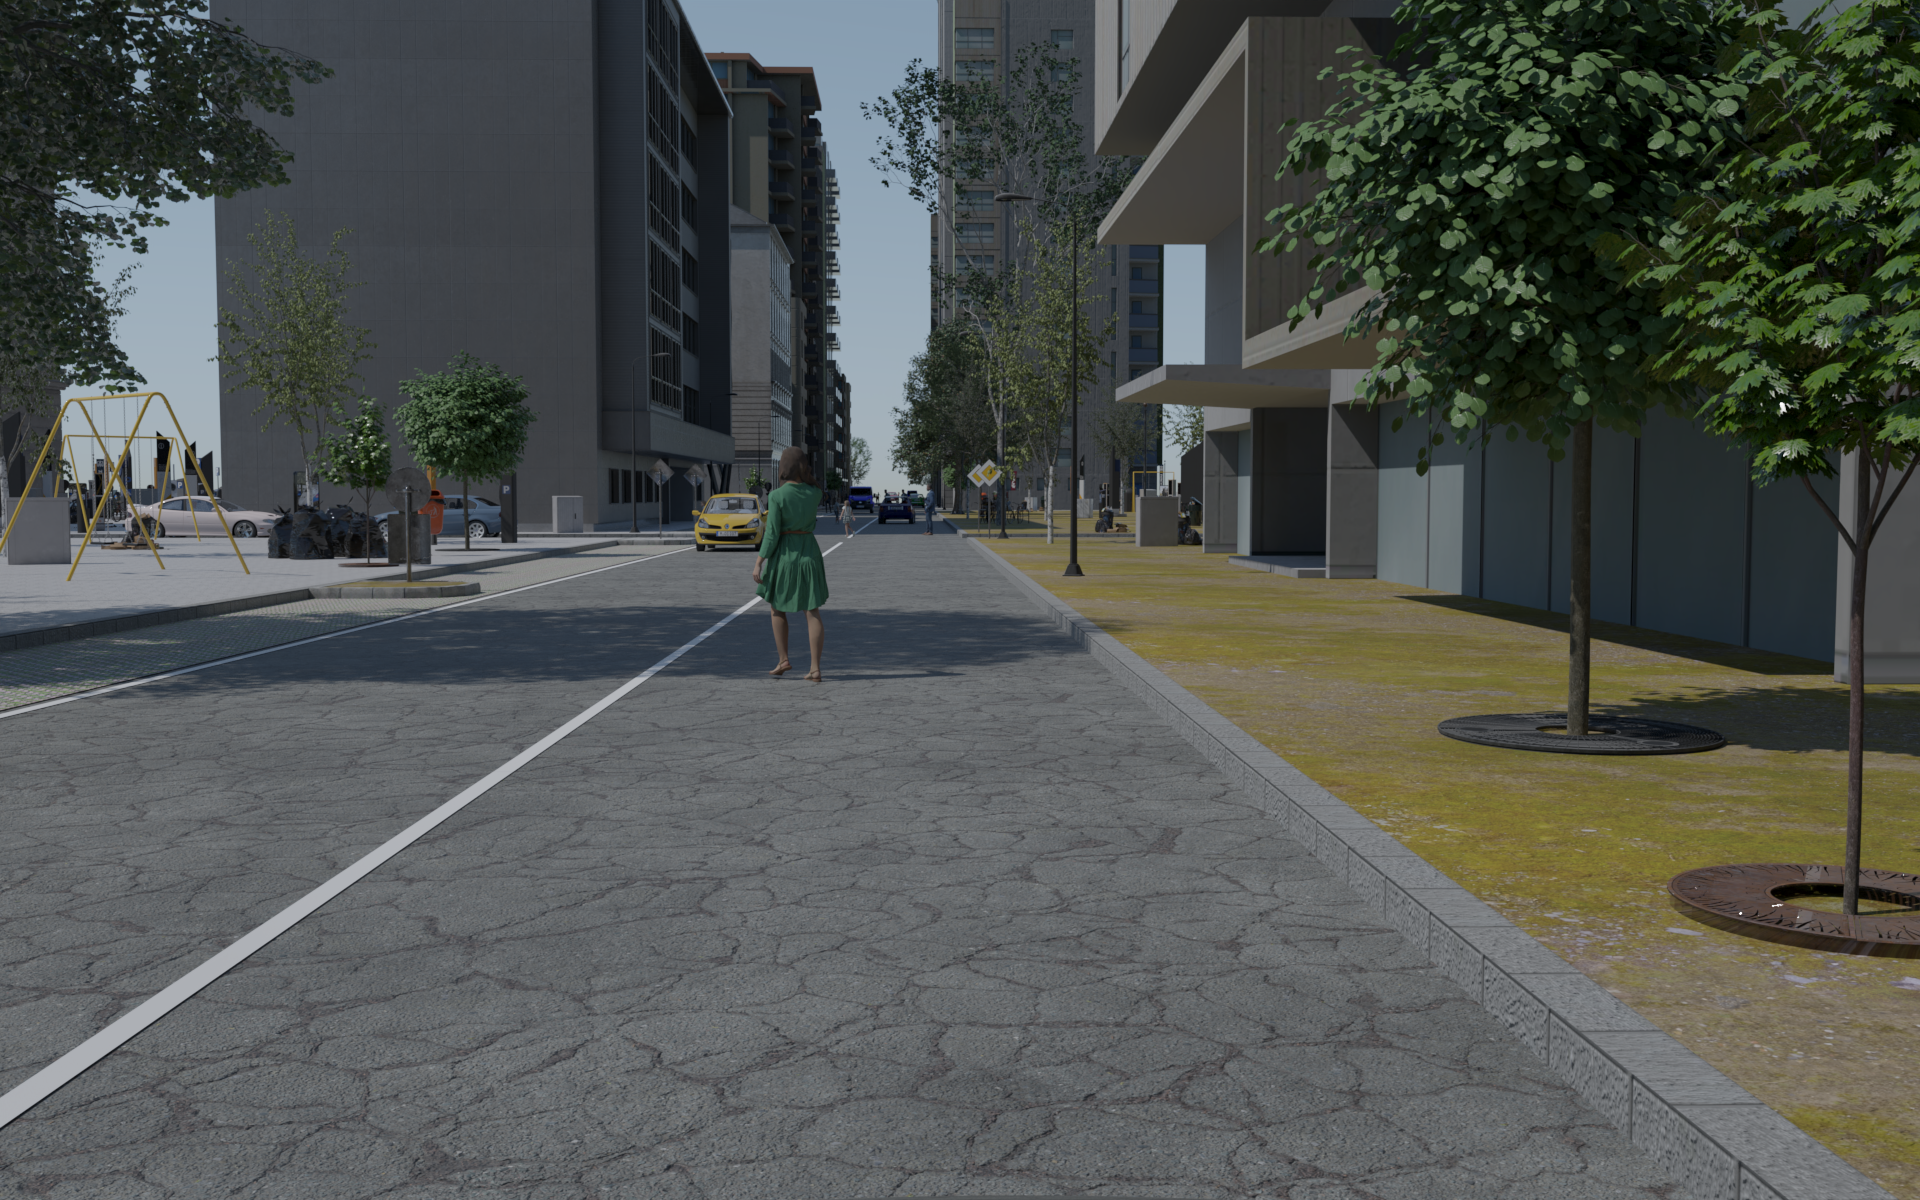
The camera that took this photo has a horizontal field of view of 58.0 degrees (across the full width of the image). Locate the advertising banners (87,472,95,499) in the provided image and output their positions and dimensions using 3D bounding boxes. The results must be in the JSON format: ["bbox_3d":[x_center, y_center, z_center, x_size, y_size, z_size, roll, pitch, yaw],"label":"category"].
[{"bbox_3d":[-64.798,-8.092,128.498,2.074,3.025,0.090,-3,5,-44],"label":"advertising banners"}]

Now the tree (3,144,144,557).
[{"bbox_3d":[-19.121,-5.171,34.914,4.360,8.622,3.978,0,3,0],"label":"tree"}]

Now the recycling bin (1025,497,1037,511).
[{"bbox_3d":[5.425,-7.323,132.279,0.722,1.027,0.722,2,4,28],"label":"recycling bin"}]

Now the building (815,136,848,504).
[{"bbox_3d":[-27.308,-37.397,231.049,23.786,49.044,30.456,0,4,-2],"label":"building"}]

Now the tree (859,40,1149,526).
[{"bbox_3d":[3.069,-13.132,70.599,12.611,20.169,13.585,0,3,0],"label":"tree"}]

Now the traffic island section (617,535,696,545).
[{"bbox_3d":[-8.573,-1.664,49.492,2.009,0.180,2.903,0,4,-2],"label":"traffic island section"}]

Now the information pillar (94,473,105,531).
[{"bbox_3d":[-30.062,-3.426,60.502,0.304,2.012,0.304,-2,4,-27],"label":"information pillar"}]

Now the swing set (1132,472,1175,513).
[{"bbox_3d":[13.484,-7.591,121.731,3.119,2.851,2.862,0,4,3],"label":"swing set"}]

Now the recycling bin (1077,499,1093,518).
[{"bbox_3d":[6.621,-4.840,91.693,0.722,1.027,0.722,1,4,17],"label":"recycling bin"}]

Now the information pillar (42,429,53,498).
[{"bbox_3d":[-32.851,-4.343,62.363,0.504,3.616,0.183,2,4,33],"label":"information pillar"}]

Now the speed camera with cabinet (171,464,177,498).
[{"bbox_3d":[-52.542,-7.325,114.095,2.038,3.252,0.660,0,4,-5],"label":"speed camera with cabinet"}]

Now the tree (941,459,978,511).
[{"bbox_3d":[0.121,-9.250,134.949,4.285,4.588,4.351,0,3,0],"label":"tree"}]

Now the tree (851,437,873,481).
[{"bbox_3d":[-18.316,-22.376,291.602,9.928,11.665,9.643,0,3,0],"label":"tree"}]

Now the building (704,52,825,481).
[{"bbox_3d":[-25.234,-31.824,174.947,22.147,44.769,28.867,0,4,-2],"label":"building"}]

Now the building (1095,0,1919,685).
[{"bbox_3d":[16.670,-26.594,24.057,28.713,52.752,27.495,0,4,-2],"label":"building"}]

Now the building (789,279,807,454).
[{"bbox_3d":[-27.695,-18.445,146.615,27.650,21.520,28.899,0,4,-2],"label":"building"}]

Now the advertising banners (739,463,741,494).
[{"bbox_3d":[-11.046,-5.544,86.826,0.090,3.025,2.074,0,4,-8],"label":"advertising banners"}]

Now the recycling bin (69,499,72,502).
[{"bbox_3d":[-48.227,-4.936,93.265,0.722,1.027,0.722,-2,4,-31],"label":"recycling bin"}]

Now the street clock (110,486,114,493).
[{"bbox_3d":[-64.496,-7.764,131.507,0.358,2.002,0.471,1,4,16],"label":"street clock"}]

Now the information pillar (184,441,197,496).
[{"bbox_3d":[-33.720,-5.177,75.997,0.504,3.616,0.183,0,4,-7],"label":"information pillar"}]

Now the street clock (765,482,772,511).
[{"bbox_3d":[-11.812,-6.251,106.767,0.358,2.002,0.471,-3,5,-44],"label":"street clock"}]

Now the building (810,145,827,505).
[{"bbox_3d":[-22.698,-31.419,197.292,14.154,41.232,14.086,0,4,-2],"label":"building"}]

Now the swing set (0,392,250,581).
[{"bbox_3d":[-13.254,-1.817,27.331,3.119,2.851,2.862,3,5,39],"label":"swing set"}]

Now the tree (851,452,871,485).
[{"bbox_3d":[-16.799,-20.160,279.978,4.737,8.622,4.395,0,3,0],"label":"tree"}]

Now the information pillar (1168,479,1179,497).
[{"bbox_3d":[10.672,-5.057,87.180,0.304,2.012,0.304,3,5,43],"label":"information pillar"}]

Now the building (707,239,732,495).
[{"bbox_3d":[-21.334,-14.011,96.540,16.820,18.784,16.811,0,4,-2],"label":"building"}]

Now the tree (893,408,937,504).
[{"bbox_3d":[-3.307,-19.012,217.504,9.857,13.997,8.962,0,3,0],"label":"tree"}]

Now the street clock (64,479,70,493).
[{"bbox_3d":[-43.922,-4.916,84.954,0.471,2.002,0.358,-1,4,-16],"label":"street clock"}]

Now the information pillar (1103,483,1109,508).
[{"bbox_3d":[9.913,-6.894,117.205,0.304,2.012,0.304,-3,5,-44],"label":"information pillar"}]

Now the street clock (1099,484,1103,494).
[{"bbox_3d":[9.920,-7.140,121.314,0.358,2.002,0.471,1,4,21],"label":"street clock"}]

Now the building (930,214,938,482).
[{"bbox_3d":[2.673,-34.900,254.202,14.154,41.232,14.086,0,4,-2],"label":"building"}]

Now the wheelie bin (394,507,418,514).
[{"bbox_3d":[-15.441,-2.494,48.685,0.980,1.594,0.693,-1,4,-19],"label":"wheelie bin"}]

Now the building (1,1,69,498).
[{"bbox_3d":[-47.051,-16.825,62.482,23.554,28.519,14.401,0,4,-2],"label":"building"}]

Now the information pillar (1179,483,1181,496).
[{"bbox_3d":[13.997,-6.452,109.989,0.304,2.012,0.304,3,4,38],"label":"information pillar"}]

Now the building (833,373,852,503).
[{"bbox_3d":[-30.770,-25.492,261.826,27.650,21.520,28.899,0,4,-2],"label":"building"}]

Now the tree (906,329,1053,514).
[{"bbox_3d":[1.201,-9.963,97.313,8.767,10.594,7.601,0,4,-1],"label":"tree"}]

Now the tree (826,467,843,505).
[{"bbox_3d":[-15.573,-13.775,208.926,4.285,4.588,4.351,0,3,0],"label":"tree"}]

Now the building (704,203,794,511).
[{"bbox_3d":[-17.021,-16.576,120.171,9.793,20.994,18.267,0,4,-2],"label":"building"}]

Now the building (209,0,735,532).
[{"bbox_3d":[-18.069,-15.489,72.309,14.314,24.678,30.058,0,4,-2],"label":"building"}]

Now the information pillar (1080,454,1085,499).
[{"bbox_3d":[7.202,-6.764,101.953,0.183,3.616,0.504,-2,4,-24],"label":"information pillar"}]

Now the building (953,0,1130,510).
[{"bbox_3d":[6.410,-28.151,143.859,14.154,41.232,14.086,0,4,-2],"label":"building"}]

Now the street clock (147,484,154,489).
[{"bbox_3d":[-60.952,-7.700,130.464,0.358,2.002,0.471,3,5,41],"label":"street clock"}]

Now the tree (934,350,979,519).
[{"bbox_3d":[0.534,-8.485,89.085,4.360,8.622,3.978,0,3,0],"label":"tree"}]

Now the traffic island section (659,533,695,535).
[{"bbox_3d":[-8.789,-2.153,57.475,2.009,0.180,2.903,0,4,-2],"label":"traffic island section"}]

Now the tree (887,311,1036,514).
[{"bbox_3d":[-0.049,-11.742,108.988,9.611,12.733,9.660,0,3,0],"label":"tree"}]

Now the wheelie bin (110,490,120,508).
[{"bbox_3d":[-61.715,-7.256,126.551,0.980,1.594,0.693,3,5,39],"label":"wheelie bin"}]

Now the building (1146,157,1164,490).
[{"bbox_3d":[8.733,-38.110,165.091,21.231,58.520,28.212,0,4,-2],"label":"building"}]

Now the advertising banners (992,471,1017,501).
[{"bbox_3d":[3.382,-8.254,131.142,2.074,3.025,0.090,2,4,26],"label":"advertising banners"}]

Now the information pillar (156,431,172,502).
[{"bbox_3d":[-29.491,-4.453,64.155,0.183,3.616,0.504,3,5,41],"label":"information pillar"}]

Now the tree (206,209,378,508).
[{"bbox_3d":[-16.921,-5.765,44.613,4.737,8.622,4.395,0,3,0],"label":"tree"}]
